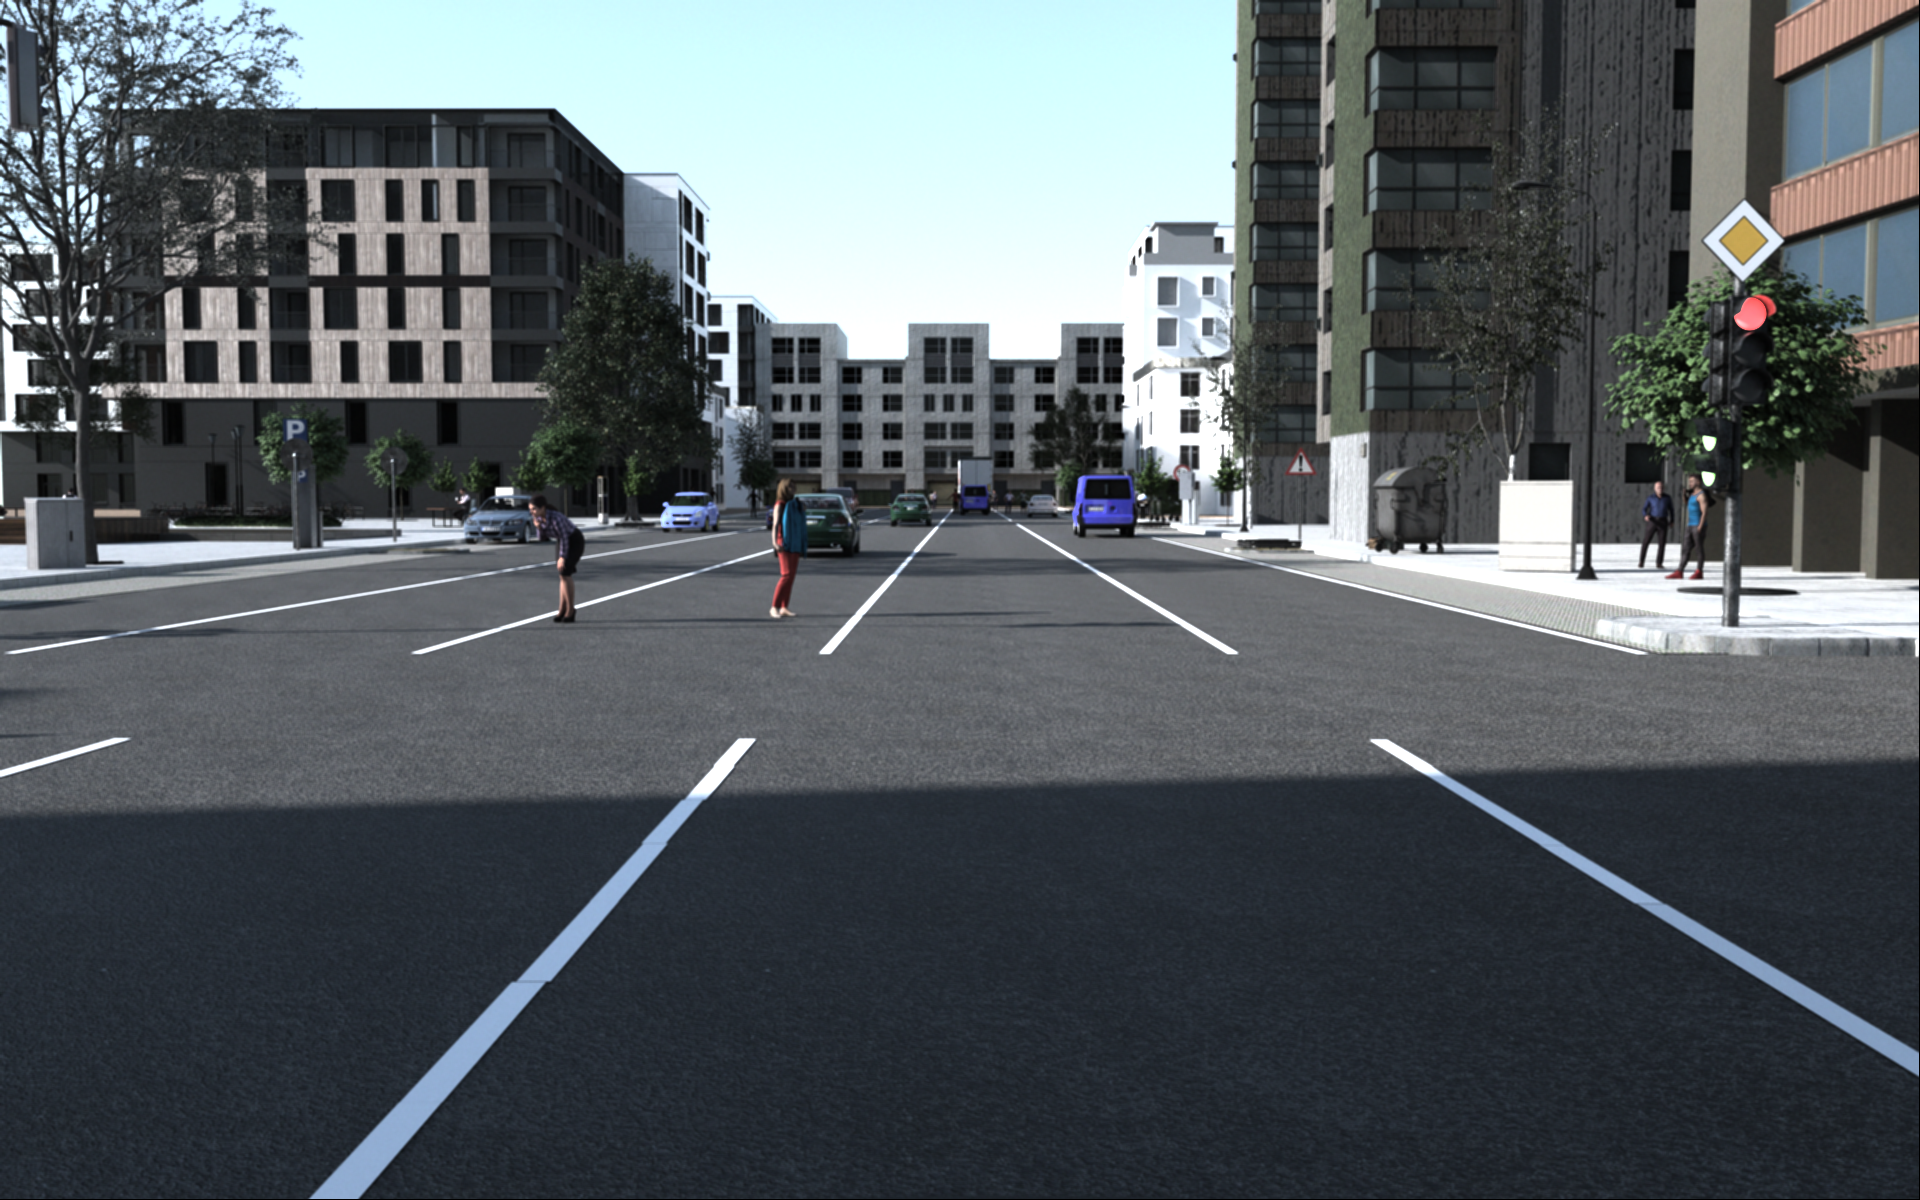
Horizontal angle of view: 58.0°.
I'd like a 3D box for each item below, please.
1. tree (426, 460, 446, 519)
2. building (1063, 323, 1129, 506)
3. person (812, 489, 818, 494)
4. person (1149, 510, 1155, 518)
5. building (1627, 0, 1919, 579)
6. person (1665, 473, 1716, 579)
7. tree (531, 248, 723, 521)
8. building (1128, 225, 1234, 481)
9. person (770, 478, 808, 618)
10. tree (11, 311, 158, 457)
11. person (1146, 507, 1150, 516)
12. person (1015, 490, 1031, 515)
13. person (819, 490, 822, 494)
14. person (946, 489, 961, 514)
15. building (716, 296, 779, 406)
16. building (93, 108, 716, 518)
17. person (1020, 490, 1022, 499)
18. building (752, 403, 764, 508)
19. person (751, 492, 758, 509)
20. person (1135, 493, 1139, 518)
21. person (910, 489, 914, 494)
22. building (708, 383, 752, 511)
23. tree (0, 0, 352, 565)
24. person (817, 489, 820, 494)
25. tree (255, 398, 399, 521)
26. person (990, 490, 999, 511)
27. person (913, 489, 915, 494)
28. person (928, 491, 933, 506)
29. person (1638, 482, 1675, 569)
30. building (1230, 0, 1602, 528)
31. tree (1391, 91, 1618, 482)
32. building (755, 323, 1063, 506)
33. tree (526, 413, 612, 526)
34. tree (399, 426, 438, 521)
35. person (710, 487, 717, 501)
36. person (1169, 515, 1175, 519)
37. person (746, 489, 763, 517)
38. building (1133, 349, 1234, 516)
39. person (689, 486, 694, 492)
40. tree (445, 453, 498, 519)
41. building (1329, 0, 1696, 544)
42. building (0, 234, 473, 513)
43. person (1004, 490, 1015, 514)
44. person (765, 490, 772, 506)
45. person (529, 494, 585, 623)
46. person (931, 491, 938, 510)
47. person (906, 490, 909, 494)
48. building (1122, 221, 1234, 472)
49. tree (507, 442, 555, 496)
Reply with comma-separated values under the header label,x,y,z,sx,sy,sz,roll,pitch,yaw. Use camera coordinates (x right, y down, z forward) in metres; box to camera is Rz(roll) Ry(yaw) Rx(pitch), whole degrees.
label,x,y,z,sx,sy,sz,roll,pitch,yaw
tree,-26.116,-5.726,88.217,1.663,3.219,1.824,0,3,0
building,26.140,-19.620,187.248,31.486,18.905,16.747,0,4,0
person,-8.787,-5.916,105.674,0.683,1.767,0.568,-1,4,-9
person,10.195,-5.190,91.445,0.434,1.755,0.990,1,4,17
building,27.139,-22.846,28.160,28.867,44.769,22.147,0,4,0
person,11.019,-1.112,26.101,0.662,1.594,0.647,-1,4,-13
tree,-15.561,-10.044,81.222,9.611,12.733,9.660,0,3,0
building,28.134,-18.606,148.178,27.936,21.610,32.646,0,4,0
person,-1.998,-0.615,20.253,0.593,1.614,0.444,-3,5,-40
tree,-43.918,-9.354,87.356,8.767,10.594,7.601,2,4,25
person,10.894,-5.739,100.703,0.721,1.723,1.217,3,5,44
person,4.336,-6.631,117.709,1.217,1.735,0.721,-1,4,-11
person,-12.631,-9.029,156.091,1.348,1.831,0.705,-2,4,-26
person,-0.323,-7.074,124.091,1.348,1.831,0.705,-1,4,-17
building,-37.531,-21.309,192.377,32.646,21.610,27.936,0,4,0
building,-31.873,-16.173,108.402,27.936,21.610,32.646,0,4,0
person,6.301,-10.151,174.101,0.705,1.869,1.348,-1,4,-17
building,-32.746,-13.399,161.226,28.070,9.664,9.099,0,4,0
person,-18.157,-9.016,153.331,0.709,1.838,0.599,3,5,43
person,9.673,-5.358,93.520,0.709,1.838,0.599,2,4,26
person,-2.985,-5.912,105.712,0.434,1.755,0.990,0,4,-5
building,-23.233,-12.045,139.083,9.099,9.664,28.070,0,4,0
tree,-16.082,-7.401,31.380,12.009,13.543,11.850,0,3,0
person,-11.050,-7.698,134.453,0.705,1.812,1.348,-2,4,-29
tree,-22.356,-4.614,59.160,4.285,4.588,4.351,0,3,0
person,2.840,-8.347,145.500,0.617,1.759,0.750,2,4,32
person,-2.961,-6.421,114.198,0.721,1.735,1.217,1,4,13
person,-2.563,-9.268,160.822,0.721,1.735,1.217,-3,4,-39
person,11.958,-1.292,29.867,0.574,1.496,0.600,3,4,39
building,19.267,-18.776,78.688,14.160,30.474,14.107,0,4,0
tree,10.301,-5.021,32.456,4.360,8.622,3.978,0,3,0
building,-5.346,-19.629,187.393,31.486,18.905,16.747,0,4,0
tree,-15.787,-5.267,69.826,4.285,4.588,4.351,0,3,0
tree,-27.068,-6.124,83.836,4.285,4.588,4.351,0,3,0
person,-17.060,-6.870,118.892,0.721,1.766,1.217,2,4,30
person,11.075,-4.914,90.292,0.435,1.345,0.340,1,4,10
person,-12.545,-5.892,105.655,1.217,1.723,0.721,1,4,23
building,16.503,-10.058,106.588,9.099,9.664,28.070,0,4,0
person,-15.818,-5.869,102.714,0.721,1.736,1.217,2,4,35
tree,-23.076,-5.371,82.417,1.663,3.219,1.824,0,3,0
building,17.523,-17.046,50.398,14.160,30.474,14.107,0,4,0
building,-63.140,-18.814,151.577,32.646,21.610,27.936,0,4,0
person,3.492,-6.907,122.371,0.756,1.711,0.436,0,4,5
person,-18.610,-9.852,167.954,0.721,1.723,1.217,1,4,22
person,-4.477,-0.459,19.246,0.421,1.427,0.697,3,4,38
person,-2.279,-9.094,158.120,0.756,1.711,0.436,-1,4,-22
person,-5.000,-9.421,162.624,0.705,1.812,1.348,2,4,32
building,20.036,-16.485,125.943,16.016,20.091,11.380,0,4,0
tree,-15.993,-4.302,64.936,1.663,3.219,1.824,0,3,0
